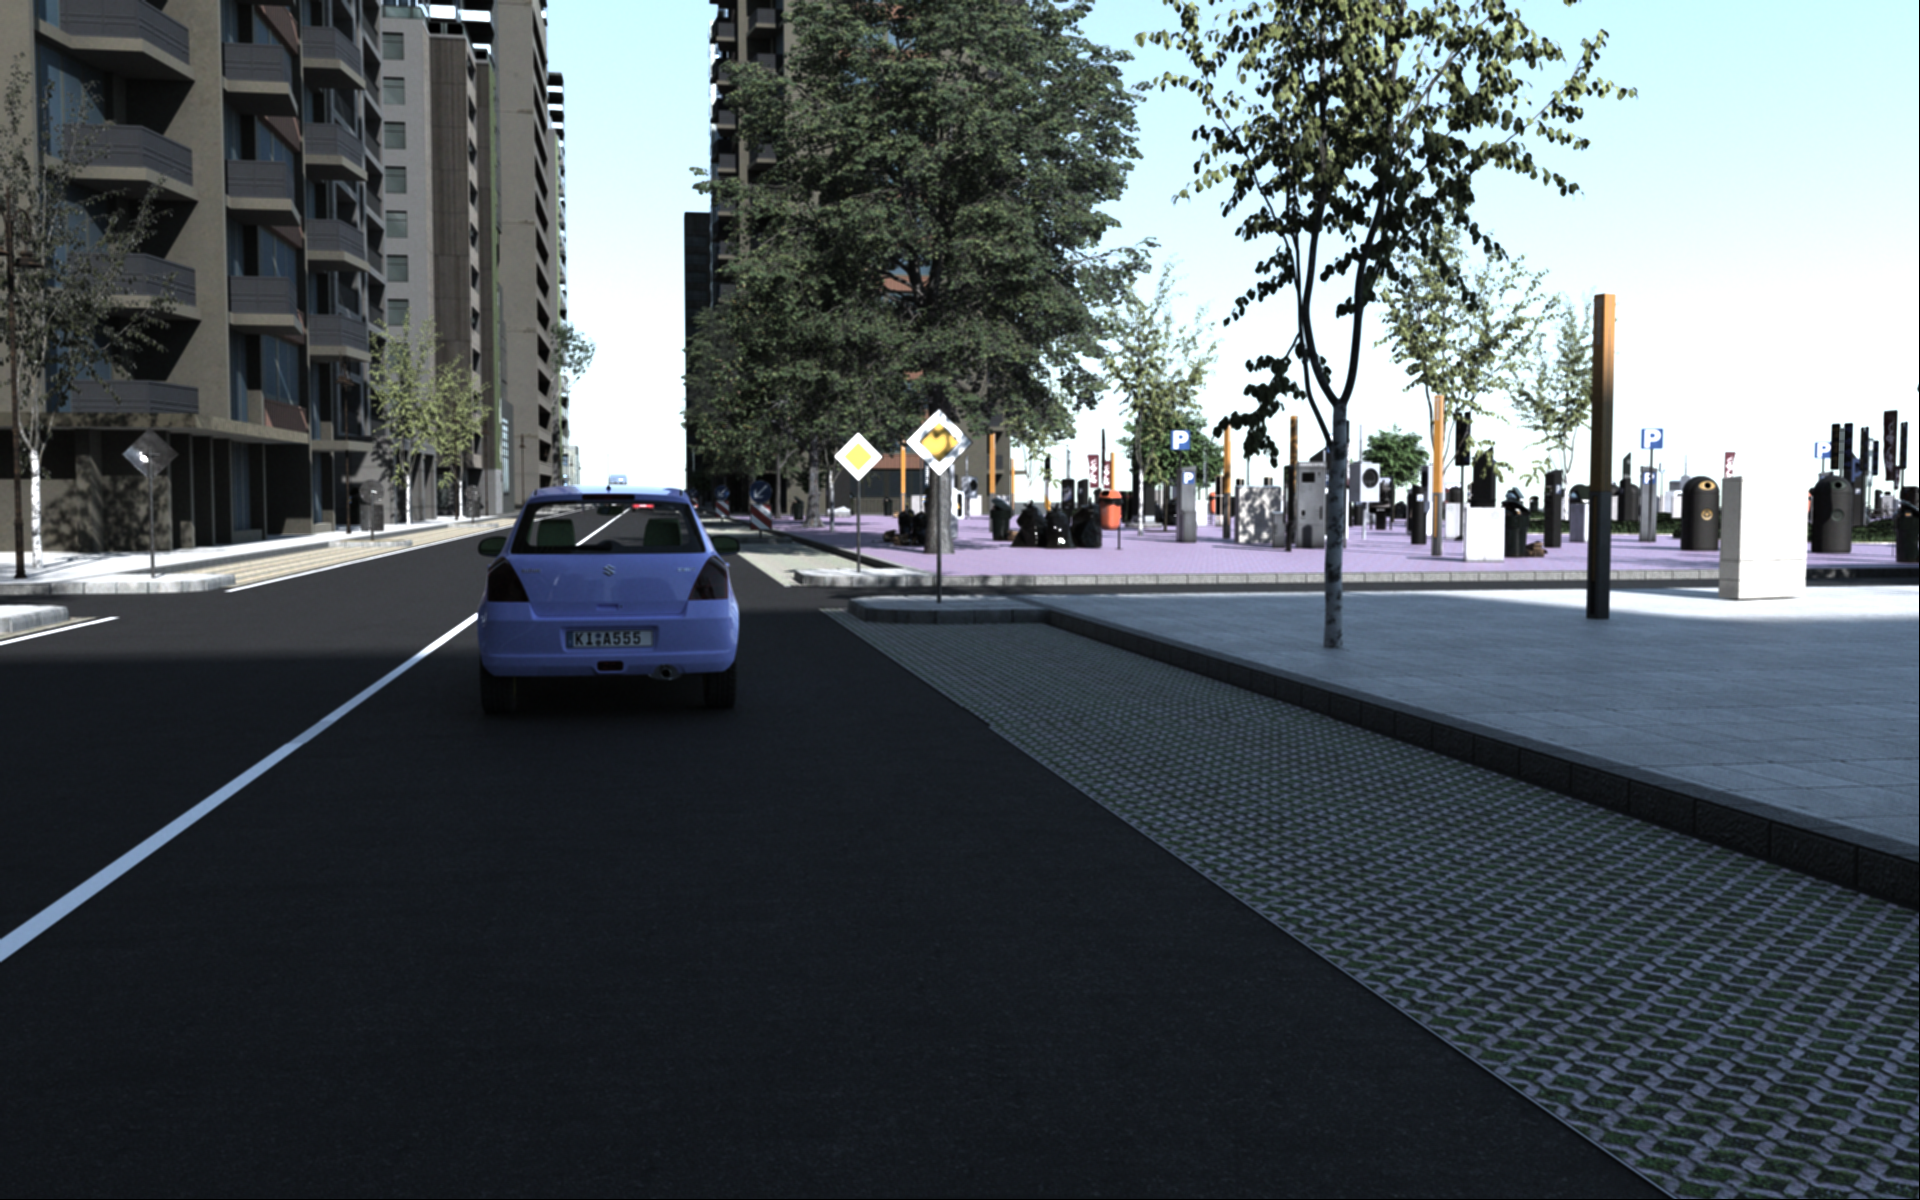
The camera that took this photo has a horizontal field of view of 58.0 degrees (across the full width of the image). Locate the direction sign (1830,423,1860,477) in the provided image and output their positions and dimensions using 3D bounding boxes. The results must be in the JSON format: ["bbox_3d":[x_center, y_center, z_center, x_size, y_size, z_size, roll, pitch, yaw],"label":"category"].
[{"bbox_3d":[28.176,-3.878,55.408,0.379,3.537,0.876,-1,4,-16],"label":"direction sign"}]

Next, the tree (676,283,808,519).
[{"bbox_3d":[-9.164,-10.848,87.742,12.009,13.543,11.850,0,3,0],"label":"tree"}]

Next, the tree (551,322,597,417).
[{"bbox_3d":[-43.445,-19.455,173.983,12.611,20.169,13.585,0,3,0],"label":"tree"}]

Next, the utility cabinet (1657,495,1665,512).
[{"bbox_3d":[39.407,-5.262,97.191,1.020,1.237,0.306,1,4,9],"label":"utility cabinet"}]

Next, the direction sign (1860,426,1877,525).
[{"bbox_3d":[30.458,-4.061,58.396,0.379,3.537,0.876,1,4,13],"label":"direction sign"}]

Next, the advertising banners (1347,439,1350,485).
[{"bbox_3d":[12.018,-3.549,54.210,0.090,3.025,2.074,1,4,23],"label":"advertising banners"}]

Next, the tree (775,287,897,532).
[{"bbox_3d":[-4.243,-6.580,57.943,4.360,8.622,3.978,0,3,0],"label":"tree"}]

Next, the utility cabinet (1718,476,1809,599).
[{"bbox_3d":[9.813,-0.764,21.162,1.173,1.500,0.318,-2,4,-26],"label":"utility cabinet"}]

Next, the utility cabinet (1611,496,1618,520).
[{"bbox_3d":[24.546,-3.299,65.098,0.306,1.237,1.020,1,4,22],"label":"utility cabinet"}]

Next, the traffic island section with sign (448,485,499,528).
[{"bbox_3d":[-20.973,-4.039,74.661,1.989,1.847,2.006,-1,4,-10],"label":"traffic island section with sign"}]

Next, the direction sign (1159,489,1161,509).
[{"bbox_3d":[8.481,-4.981,73.443,0.876,3.537,0.379,0,4,-2],"label":"direction sign"}]

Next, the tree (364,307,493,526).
[{"bbox_3d":[-21.936,-7.270,69.227,4.737,8.622,4.395,0,3,0],"label":"tree"}]

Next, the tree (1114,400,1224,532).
[{"bbox_3d":[6.917,-4.596,58.865,4.285,4.588,4.351,0,3,0],"label":"tree"}]

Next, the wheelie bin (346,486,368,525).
[{"bbox_3d":[-25.075,-3.931,72.173,0.693,1.594,0.980,1,4,16],"label":"wheelie bin"}]

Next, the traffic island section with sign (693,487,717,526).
[{"bbox_3d":[-10.755,-4.199,77.289,1.989,1.847,2.006,-1,4,-10],"label":"traffic island section with sign"}]

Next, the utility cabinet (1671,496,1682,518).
[{"bbox_3d":[28.428,-3.467,67.854,1.020,1.237,0.306,1,4,15],"label":"utility cabinet"}]

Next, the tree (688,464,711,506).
[{"bbox_3d":[-27.991,-12.553,188.947,4.285,4.588,4.351,0,3,0],"label":"tree"}]

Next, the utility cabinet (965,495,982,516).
[{"bbox_3d":[0.794,-5.660,103.708,1.020,1.237,0.306,-2,4,-32],"label":"utility cabinet"}]

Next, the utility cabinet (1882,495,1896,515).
[{"bbox_3d":[53.940,-5.492,100.951,0.306,1.237,1.020,-3,5,-43],"label":"utility cabinet"}]

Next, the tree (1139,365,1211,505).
[{"bbox_3d":[11.679,-8.987,97.305,4.360,8.622,3.978,0,3,0],"label":"tree"}]

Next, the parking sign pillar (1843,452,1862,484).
[{"bbox_3d":[48.464,-6.453,93.985,1.447,3.967,1.447,-2,4,-34],"label":"parking sign pillar"}]

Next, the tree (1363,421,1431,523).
[{"bbox_3d":[19.569,-5.776,78.145,4.285,4.588,4.351,0,3,0],"label":"tree"}]

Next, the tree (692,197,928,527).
[{"bbox_3d":[-5.597,-9.176,67.039,9.611,12.733,9.660,0,3,0],"label":"tree"}]

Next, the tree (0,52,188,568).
[{"bbox_3d":[-15.878,-4.872,30.016,4.360,8.622,3.978,0,3,0],"label":"tree"}]

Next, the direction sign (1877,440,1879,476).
[{"bbox_3d":[38.637,-4.988,73.550,0.379,3.537,0.876,-1,4,-14],"label":"direction sign"}]

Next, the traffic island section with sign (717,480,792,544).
[{"bbox_3d":[-5.995,-2.577,50.755,1.989,1.847,2.006,-1,4,-10],"label":"traffic island section with sign"}]

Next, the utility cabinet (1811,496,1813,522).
[{"bbox_3d":[27.376,-2.704,55.379,0.306,1.237,1.020,2,4,25],"label":"utility cabinet"}]

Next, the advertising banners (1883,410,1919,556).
[{"bbox_3d":[19.394,-2.397,35.379,0.090,3.025,2.074,0,4,-1],"label":"advertising banners"}]

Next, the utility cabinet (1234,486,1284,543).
[{"bbox_3d":[7.759,-2.227,45.083,1.173,1.500,0.318,-1,4,-14],"label":"utility cabinet"}]

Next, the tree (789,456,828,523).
[{"bbox_3d":[-6.600,-5.063,77.383,1.663,3.219,1.824,0,3,0],"label":"tree"}]

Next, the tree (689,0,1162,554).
[{"bbox_3d":[-0.563,-7.971,36.974,9.857,13.997,8.962,0,3,0],"label":"tree"}]

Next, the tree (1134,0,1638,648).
[{"bbox_3d":[3.296,-3.919,14.432,4.737,8.622,4.395,0,3,0],"label":"tree"}]

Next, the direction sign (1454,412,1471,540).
[{"bbox_3d":[13.909,-3.423,47.959,0.379,3.537,0.876,-1,4,-9],"label":"direction sign"}]

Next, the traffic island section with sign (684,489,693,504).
[{"bbox_3d":[-19.583,-7.215,126.587,1.989,1.847,2.006,-1,4,-10],"label":"traffic island section with sign"}]

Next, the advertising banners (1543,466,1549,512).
[{"bbox_3d":[33.430,-6.274,98.770,0.090,3.025,2.074,1,4,14],"label":"advertising banners"}]

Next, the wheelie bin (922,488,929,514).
[{"bbox_3d":[-1.379,-4.771,85.918,0.980,1.594,0.693,-2,4,-24],"label":"wheelie bin"}]

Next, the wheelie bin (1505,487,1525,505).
[{"bbox_3d":[24.799,-4.255,77.469,0.693,1.594,0.980,3,4,36],"label":"wheelie bin"}]

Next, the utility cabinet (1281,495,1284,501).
[{"bbox_3d":[18.081,-5.323,98.184,1.020,1.237,0.306,2,4,26],"label":"utility cabinet"}]

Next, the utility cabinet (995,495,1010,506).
[{"bbox_3d":[2.057,-4.678,87.648,1.020,1.237,0.306,-3,5,-43],"label":"utility cabinet"}]

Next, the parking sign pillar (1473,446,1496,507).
[{"bbox_3d":[29.766,-6.718,98.312,1.447,3.967,1.447,-2,4,-34],"label":"parking sign pillar"}]

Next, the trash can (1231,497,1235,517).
[{"bbox_3d":[15.023,-5.191,96.522,0.748,1.137,0.748,0,3,0],"label":"trash can"}]

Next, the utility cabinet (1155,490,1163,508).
[{"bbox_3d":[9.785,-4.877,88.423,1.173,1.500,0.318,3,5,44],"label":"utility cabinet"}]

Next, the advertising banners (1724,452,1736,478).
[{"bbox_3d":[31.073,-4.603,71.440,2.074,3.025,0.090,-1,4,-14],"label":"advertising banners"}]

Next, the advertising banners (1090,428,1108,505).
[{"bbox_3d":[3.772,-3.102,46.912,0.090,3.025,2.074,0,4,-2],"label":"advertising banners"}]

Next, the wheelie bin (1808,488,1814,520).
[{"bbox_3d":[41.641,-4.683,84.474,0.980,1.594,0.693,-3,4,-38],"label":"wheelie bin"}]

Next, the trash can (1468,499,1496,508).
[{"bbox_3d":[13.813,-2.092,45.854,0.748,1.137,0.748,0,3,0],"label":"trash can"}]

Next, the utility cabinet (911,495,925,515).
[{"bbox_3d":[-2.306,-5.413,99.664,1.020,1.237,0.306,2,4,28],"label":"utility cabinet"}]

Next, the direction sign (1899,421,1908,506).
[{"bbox_3d":[29.581,-3.814,54.357,0.379,3.537,0.876,1,4,17],"label":"direction sign"}]

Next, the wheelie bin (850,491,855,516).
[{"bbox_3d":[-6.650,-5.854,103.613,0.693,1.594,0.980,0,4,-6],"label":"wheelie bin"}]

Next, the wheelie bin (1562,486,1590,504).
[{"bbox_3d":[23.330,-3.491,64.983,0.980,1.594,0.693,-1,4,-16],"label":"wheelie bin"}]

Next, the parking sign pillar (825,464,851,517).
[{"bbox_3d":[-6.788,-6.603,96.439,1.447,3.967,1.447,-1,4,-17],"label":"parking sign pillar"}]

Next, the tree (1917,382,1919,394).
[{"bbox_3d":[5.055,-3.414,6.180,4.737,8.622,4.395,0,3,0],"label":"tree"}]

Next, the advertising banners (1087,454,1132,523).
[{"bbox_3d":[6.645,-4.912,76.494,2.074,3.025,0.090,0,4,1],"label":"advertising banners"}]

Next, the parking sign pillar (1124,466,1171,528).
[{"bbox_3d":[7.028,-4.757,66.242,1.447,3.967,1.447,-1,4,-16],"label":"parking sign pillar"}]

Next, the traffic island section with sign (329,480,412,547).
[{"bbox_3d":[-16.088,-2.369,47.364,1.989,1.847,2.006,-1,4,-10],"label":"traffic island section with sign"}]

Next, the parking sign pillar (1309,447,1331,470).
[{"bbox_3d":[18.496,-6.108,88.336,1.447,3.967,1.447,2,4,30],"label":"parking sign pillar"}]

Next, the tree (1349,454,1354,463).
[{"bbox_3d":[18.505,-5.384,82.636,1.663,3.219,1.824,0,3,0],"label":"tree"}]
